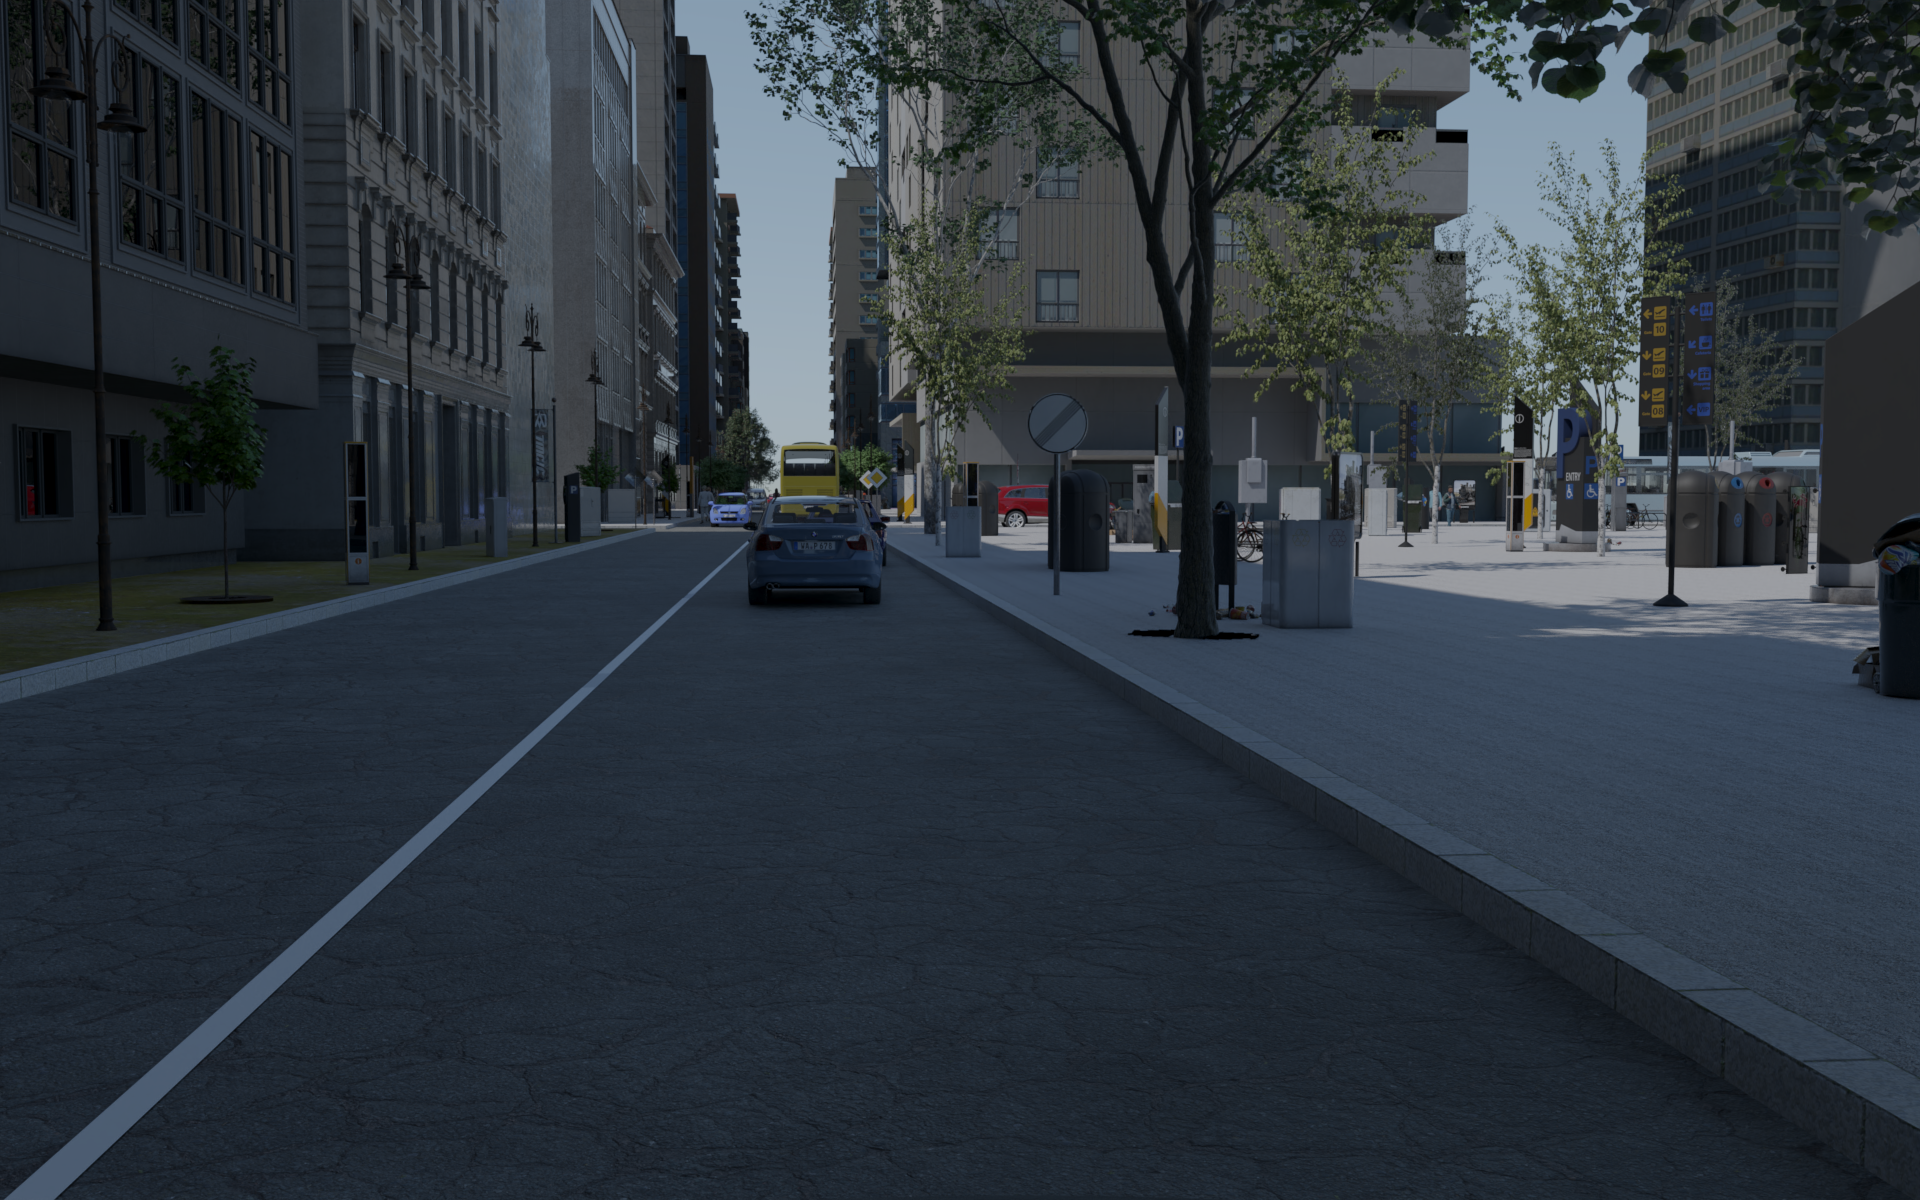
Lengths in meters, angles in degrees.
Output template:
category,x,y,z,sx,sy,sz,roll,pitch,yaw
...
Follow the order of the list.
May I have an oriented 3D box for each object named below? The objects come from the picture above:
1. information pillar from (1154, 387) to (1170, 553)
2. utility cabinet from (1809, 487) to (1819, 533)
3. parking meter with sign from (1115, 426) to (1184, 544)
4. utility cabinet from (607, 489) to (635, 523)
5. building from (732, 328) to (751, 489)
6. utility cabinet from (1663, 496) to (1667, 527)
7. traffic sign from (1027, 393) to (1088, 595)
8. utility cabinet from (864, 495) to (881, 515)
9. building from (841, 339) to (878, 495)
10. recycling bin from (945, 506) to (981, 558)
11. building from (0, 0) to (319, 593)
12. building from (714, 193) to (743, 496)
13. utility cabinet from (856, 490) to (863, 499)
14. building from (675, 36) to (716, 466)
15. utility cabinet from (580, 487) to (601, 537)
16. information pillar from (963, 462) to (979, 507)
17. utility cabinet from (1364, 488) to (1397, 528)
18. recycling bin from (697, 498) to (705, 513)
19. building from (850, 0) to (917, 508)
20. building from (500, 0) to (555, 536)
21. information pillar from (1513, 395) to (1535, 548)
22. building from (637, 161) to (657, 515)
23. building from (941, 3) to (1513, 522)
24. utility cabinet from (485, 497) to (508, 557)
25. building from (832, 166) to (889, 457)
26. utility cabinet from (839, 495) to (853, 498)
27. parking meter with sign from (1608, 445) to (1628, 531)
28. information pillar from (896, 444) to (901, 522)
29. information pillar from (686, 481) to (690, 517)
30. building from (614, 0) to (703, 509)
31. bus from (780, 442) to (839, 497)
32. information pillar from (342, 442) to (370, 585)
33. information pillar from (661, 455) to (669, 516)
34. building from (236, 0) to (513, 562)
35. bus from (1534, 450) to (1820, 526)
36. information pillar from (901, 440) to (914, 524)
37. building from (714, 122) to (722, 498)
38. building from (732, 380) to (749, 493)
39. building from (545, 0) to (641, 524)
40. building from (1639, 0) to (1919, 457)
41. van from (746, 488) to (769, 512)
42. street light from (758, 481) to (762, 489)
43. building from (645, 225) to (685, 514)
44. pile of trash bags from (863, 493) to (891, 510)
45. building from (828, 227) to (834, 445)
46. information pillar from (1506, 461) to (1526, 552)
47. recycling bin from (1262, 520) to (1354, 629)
category,x,y,z,sx,sy,sz,roll,pitch,yaw
information pillar,4.388,-2.835,37.713,0.183,3.616,0.504,2,4,32
utility cabinet,27.899,-2.944,56.812,1.173,1.500,0.318,2,4,29
parking meter with sign,4.872,-2.974,44.889,1.738,3.016,0.543,2,4,30
utility cabinet,-15.014,-4.163,76.743,1.173,1.500,0.318,-1,4,-18
building,-43.170,-32.061,295.905,14.160,30.474,14.107,0,4,-5
utility cabinet,28.100,-3.464,67.795,1.020,1.237,0.306,1,4,18
traffic sign,1.227,-1.334,21.912,0.768,2.556,0.104,0,4,-2
utility cabinet,-5.380,-5.816,106.256,1.020,1.237,0.306,-2,4,-26
building,-0.129,-22.209,208.152,27.650,21.520,28.899,0,4,-5
recycling bin,0.064,-1.393,35.337,0.722,1.027,0.722,0,4,-1
building,-17.552,-13.779,18.792,14.314,27.812,24.014,0,4,-5
building,-42.168,-36.069,244.348,22.147,44.769,28.867,0,4,-5
utility cabinet,-6.019,-5.840,104.162,0.318,1.500,1.173,0,4,3
building,-31.867,-32.019,173.625,14.600,45.320,14.200,0,4,-5
utility cabinet,-11.216,-2.653,52.058,0.318,1.500,1.173,1,4,18
information pillar,0.254,-2.166,39.902,0.304,2.012,0.304,-1,4,-14
utility cabinet,15.967,-3.491,65.749,1.173,1.500,0.318,2,4,35
recycling bin,-17.345,-6.401,117.211,0.722,1.027,0.722,-2,4,-30
building,0.323,-52.815,176.190,22.319,86.520,31.000,0,4,-5
building,-22.301,-12.264,55.268,16.860,20.320,10.420,0,4,-5
information pillar,13.271,-3.028,40.855,0.504,3.616,0.183,3,5,40
building,-24.099,-16.692,101.786,11.050,23.489,19.941,0,4,-5
building,10.895,-30.590,89.384,27.495,52.752,28.713,0,4,-5
utility cabinet,-9.555,-1.498,35.661,0.306,1.237,1.020,-2,4,-24
building,-7.620,-38.446,252.292,21.300,48.544,21.600,0,4,-5
utility cabinet,-8.096,-6.823,122.720,1.020,1.237,0.306,1,4,14
parking meter with sign,22.870,-3.908,60.159,0.543,3.016,1.738,1,4,12
information pillar,-2.710,-5.469,80.775,0.504,3.616,0.183,1,4,20
information pillar,-14.971,-5.591,95.910,0.304,2.012,0.304,1,4,10
building,-33.725,-43.808,154.510,20.563,71.187,20.611,0,4,-5
bus,-6.994,-5.441,80.506,2.896,3.916,12.252,0,4,-5
information pillar,-8.519,-1.220,24.440,0.304,2.012,0.304,-2,4,-25
information pillar,-17.060,-6.671,100.428,0.504,3.616,0.183,1,4,20
building,-16.961,-11.724,40.842,9.793,20.994,18.267,0,4,-5
bus,29.731,-4.709,71.858,13.247,3.499,2.948,0,4,-6
information pillar,-2.201,-5.106,74.832,0.504,3.616,0.183,3,4,36
building,-38.582,-35.232,195.657,23.786,49.044,30.456,0,4,-5
building,-47.826,-26.248,274.198,27.650,21.520,28.899,0,4,-5
building,-22.235,-16.141,81.933,12.078,24.808,19.932,0,4,-5
building,54.305,-24.778,96.994,23.993,40.220,32.217,0,4,-5
van,-14.891,-7.298,126.326,2.013,2.044,4.112,0,4,-4
street light,-31.373,-18.164,269.768,0.468,5.910,1.993,0,4,-5
building,-25.926,-17.497,122.240,11.583,22.565,21.152,0,4,-5
pile of trash bags,-7.305,-8.249,144.622,1.912,1.369,3.447,-3,4,-38
building,-9.908,-38.096,277.490,22.147,44.769,28.867,0,4,-5
information pillar,12.333,-2.078,38.461,0.304,2.012,0.304,0,4,-4
recycling bin,3.376,-0.262,16.831,0.722,1.027,0.722,0,4,-5
